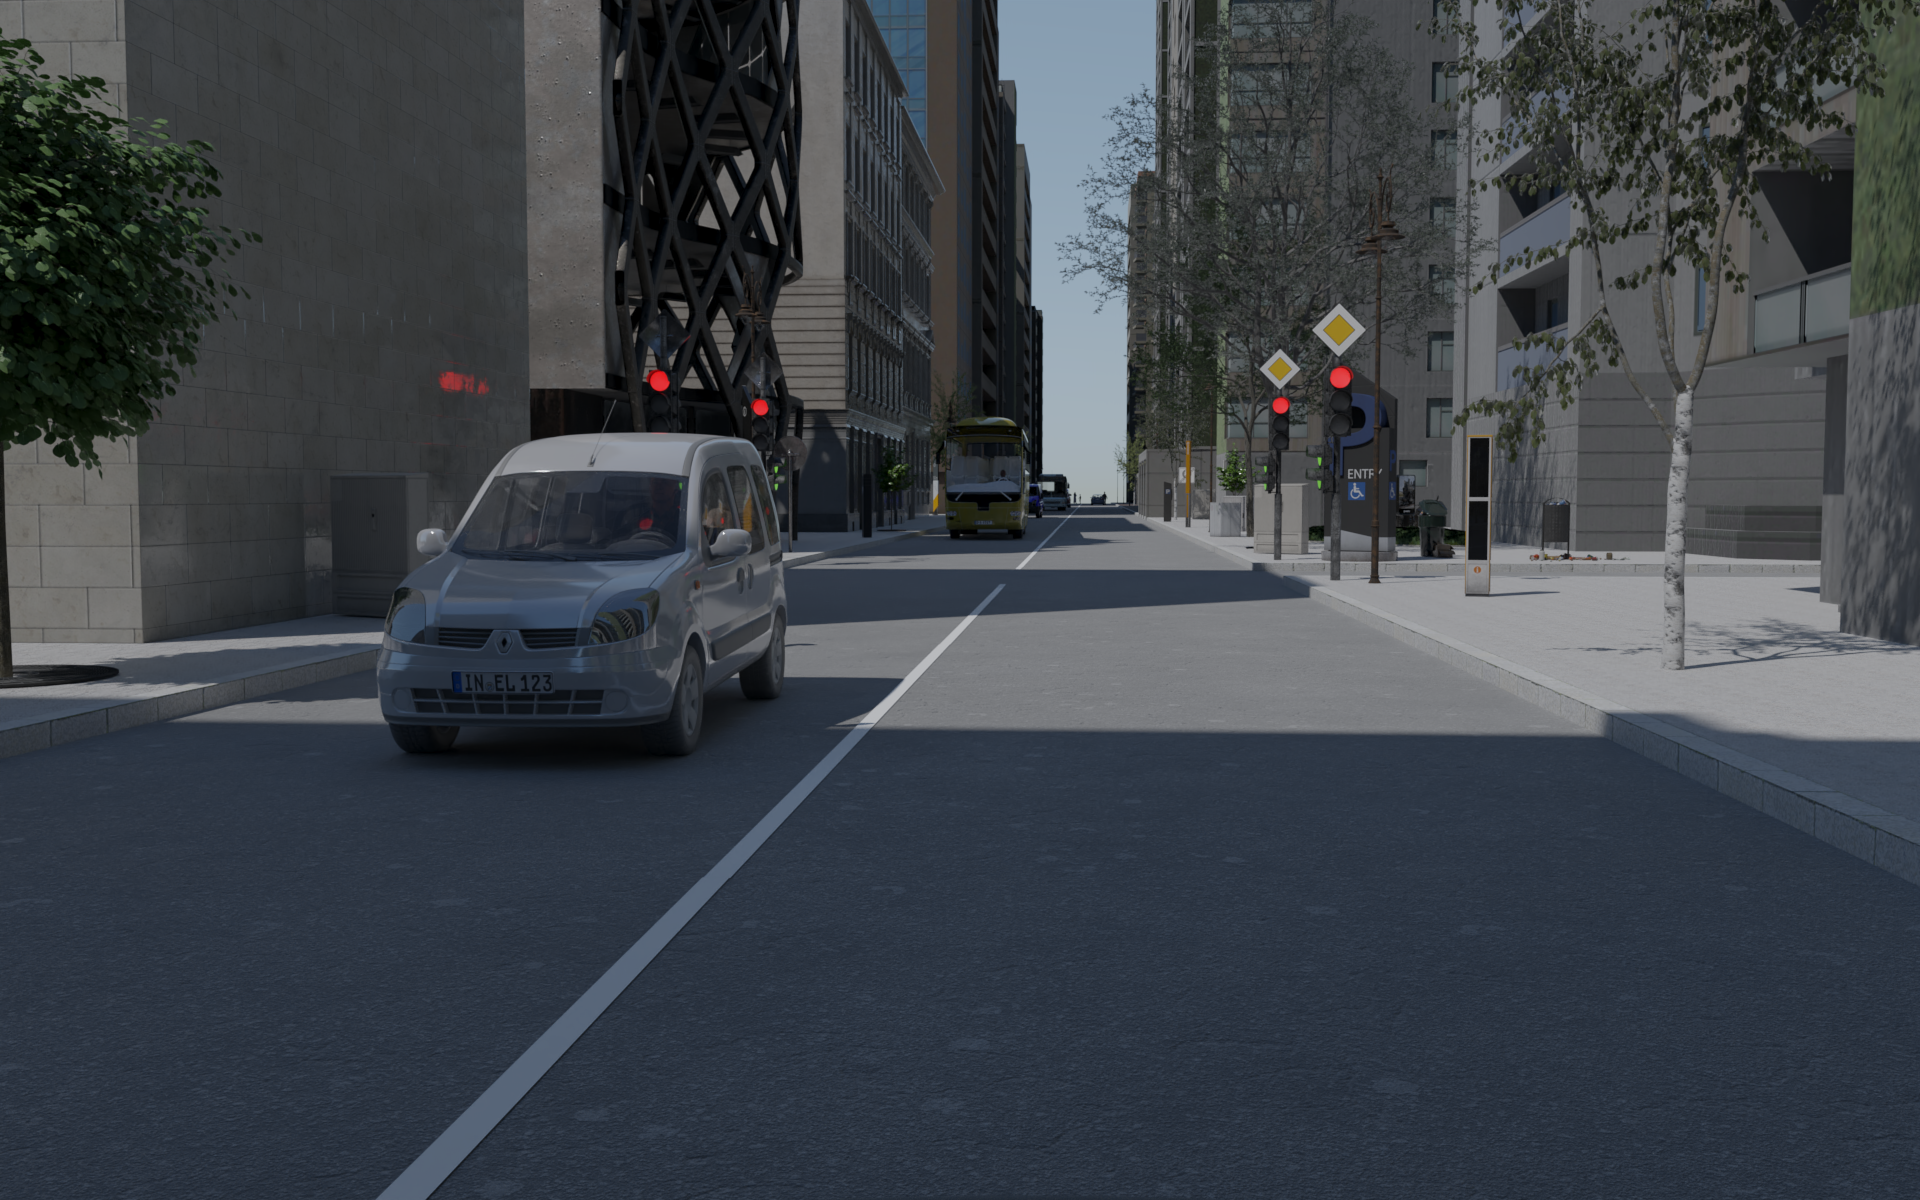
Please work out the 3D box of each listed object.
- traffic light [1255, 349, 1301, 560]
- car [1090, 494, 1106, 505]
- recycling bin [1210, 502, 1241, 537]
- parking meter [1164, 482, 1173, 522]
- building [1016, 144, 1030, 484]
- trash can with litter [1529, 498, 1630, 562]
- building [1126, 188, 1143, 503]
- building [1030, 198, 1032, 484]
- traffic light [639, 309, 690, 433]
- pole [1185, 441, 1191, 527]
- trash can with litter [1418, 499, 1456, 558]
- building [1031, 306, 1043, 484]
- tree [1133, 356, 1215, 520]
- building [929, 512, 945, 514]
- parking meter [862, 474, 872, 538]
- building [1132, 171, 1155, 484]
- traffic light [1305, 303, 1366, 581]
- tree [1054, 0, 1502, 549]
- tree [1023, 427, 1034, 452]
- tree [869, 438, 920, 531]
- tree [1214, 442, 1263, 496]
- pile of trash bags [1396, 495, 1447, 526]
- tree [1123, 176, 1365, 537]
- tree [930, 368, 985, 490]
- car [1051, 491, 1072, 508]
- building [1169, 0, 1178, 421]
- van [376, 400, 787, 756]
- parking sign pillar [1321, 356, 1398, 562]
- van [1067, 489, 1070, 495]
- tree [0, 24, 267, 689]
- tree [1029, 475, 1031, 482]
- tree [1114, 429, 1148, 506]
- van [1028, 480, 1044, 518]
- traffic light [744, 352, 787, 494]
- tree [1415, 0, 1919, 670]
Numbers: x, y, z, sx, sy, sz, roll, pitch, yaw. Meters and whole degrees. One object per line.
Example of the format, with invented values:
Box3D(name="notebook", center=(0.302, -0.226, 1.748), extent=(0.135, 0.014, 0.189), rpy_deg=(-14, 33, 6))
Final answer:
Box3D(name="traffic light", center=(6.160, -2.731, 33.580), extent=(0.839, 4.253, 0.868), rpy_deg=(0, 4, 4))
Box3D(name="car", center=(17.532, -12.732, 220.168), extent=(2.014, 1.417, 4.499), rpy_deg=(0, 4, 6))
Box3D(name="recycling bin", center=(7.971, -2.413, 52.009), extent=(0.722, 1.027, 0.722), rpy_deg=(-1, 4, -17))
Box3D(name="parking meter", center=(9.612, -4.543, 79.994), extent=(0.399, 1.863, 0.255), rpy_deg=(0, 4, 8))
Box3D(name="building", center=(-1.778, -37.018, 228.937), extent=(21.300, 48.544, 21.600), rpy_deg=(0, 4, 4))
Box3D(name="trash can with litter", center=(11.998, -1.380, 33.623), extent=(2.233, 1.210, 1.678), rpy_deg=(0, 4, -1))
Box3D(name="building", center=(35.507, -38.626, 255.232), extent=(21.300, 48.544, 21.600), rpy_deg=(0, 4, 4))
Box3D(name="building", center=(3.056, -36.499, 246.865), extent=(14.600, 45.320, 14.200), rpy_deg=(0, 4, 4))
Box3D(name="traffic light", center=(-4.477, -2.290, 26.359), extent=(0.839, 4.253, 0.868), rpy_deg=(0, 4, 4))
Box3D(name="pole", center=(8.765, -4.442, 66.467), extent=(0.158, 3.312, 0.155), rpy_deg=(0, 3, 0))
Box3D(name="trash can with litter", center=(9.753, -1.457, 35.203), extent=(0.624, 1.170, 1.055), rpy_deg=(-1, 4, -12))
Box3D(name="building", center=(5.341, -29.974, 261.773), extent=(14.160, 30.474, 14.107), rpy_deg=(0, 4, 4))
Box3D(name="tree", center=(10.684, -8.274, 85.641), extent=(4.360, 8.622, 3.978), rpy_deg=(0, 3, 0))
Box3D(name="building", center=(-6.553, -28.522, 116.450), extent=(14.600, 45.320, 14.200), rpy_deg=(0, 4, 4))
Box3D(name="parking meter", center=(-2.746, -2.775, 51.087), extent=(0.255, 1.863, 0.399), rpy_deg=(-1, 4, -11))
Box3D(name="building", center=(34.184, -35.179, 229.802), extent=(22.147, 44.769, 28.867), rpy_deg=(0, 4, 4))
Box3D(name="traffic light", center=(5.557, -2.244, 25.618), extent=(0.839, 4.253, 0.868), rpy_deg=(0, 4, 4))
Box3D(name="tree", center=(7.316, -7.924, 39.921), extent=(12.009, 13.543, 11.850), rpy_deg=(0, 3, 0))
Box3D(name="tree", center=(5.956, -14.424, 186.198), extent=(4.737, 8.622, 4.395), rpy_deg=(0, 3, 0))
Box3D(name="tree", center=(-2.363, -3.979, 59.651), extent=(1.663, 3.219, 1.824), rpy_deg=(0, 3, 0))
Box3D(name="tree", center=(10.144, -4.263, 64.298), extent=(1.663, 3.219, 1.824), rpy_deg=(0, 3, 0))
Box3D(name="pile of trash bags", center=(16.739, -3.169, 61.561), extent=(1.912, 1.369, 3.447), rpy_deg=(-3, 5, -40))
Box3D(name="tree", center=(8.356, -7.154, 51.381), extent=(7.601, 10.594, 8.767), rpy_deg=(-1, 4, -14))
Box3D(name="tree", center=(-0.649, -9.153, 100.021), extent=(4.737, 8.622, 4.395), rpy_deg=(0, 3, 0))
Box3D(name="car", center=(10.605, -10.586, 181.759), extent=(2.281, 1.827, 5.304), rpy_deg=(0, 4, 5))
Box3D(name="building", center=(29.363, -32.803, 125.569), extent=(28.713, 52.752, 27.495), rpy_deg=(0, 4, 4))
Box3D(name="van", center=(-2.185, -0.234, 10.838), extent=(2.013, 2.044, 4.112), rpy_deg=(0, 4, 4))
Box3D(name="parking sign pillar", center=(7.720, -2.745, 33.357), extent=(1.447, 3.967, 1.447), rpy_deg=(2, 4, 35))
Box3D(name="van", center=(12.231, -12.473, 208.321), extent=(2.240, 2.365, 5.245), rpy_deg=(0, 4, 6))
Box3D(name="tree", center=(-6.555, -1.725, 11.918), extent=(4.285, 4.588, 4.351), rpy_deg=(0, 3, 0))
Box3D(name="tree", center=(5.700, -11.891, 178.135), extent=(4.285, 4.588, 4.351), rpy_deg=(0, 3, 0))
Box3D(name="tree", center=(19.274, -14.877, 193.605), extent=(4.737, 8.622, 4.395), rpy_deg=(0, 3, 0))
Box3D(name="van", center=(3.970, -6.113, 104.335), extent=(2.240, 2.365, 5.245), rpy_deg=(0, 4, 5))
Box3D(name="traffic light", center=(-3.874, -2.777, 34.321), extent=(0.839, 4.253, 0.868), rpy_deg=(0, 4, 4))
Box3D(name="tree", center=(5.278, -3.810, 12.648), extent=(4.360, 8.622, 3.978), rpy_deg=(0, 3, 0))
